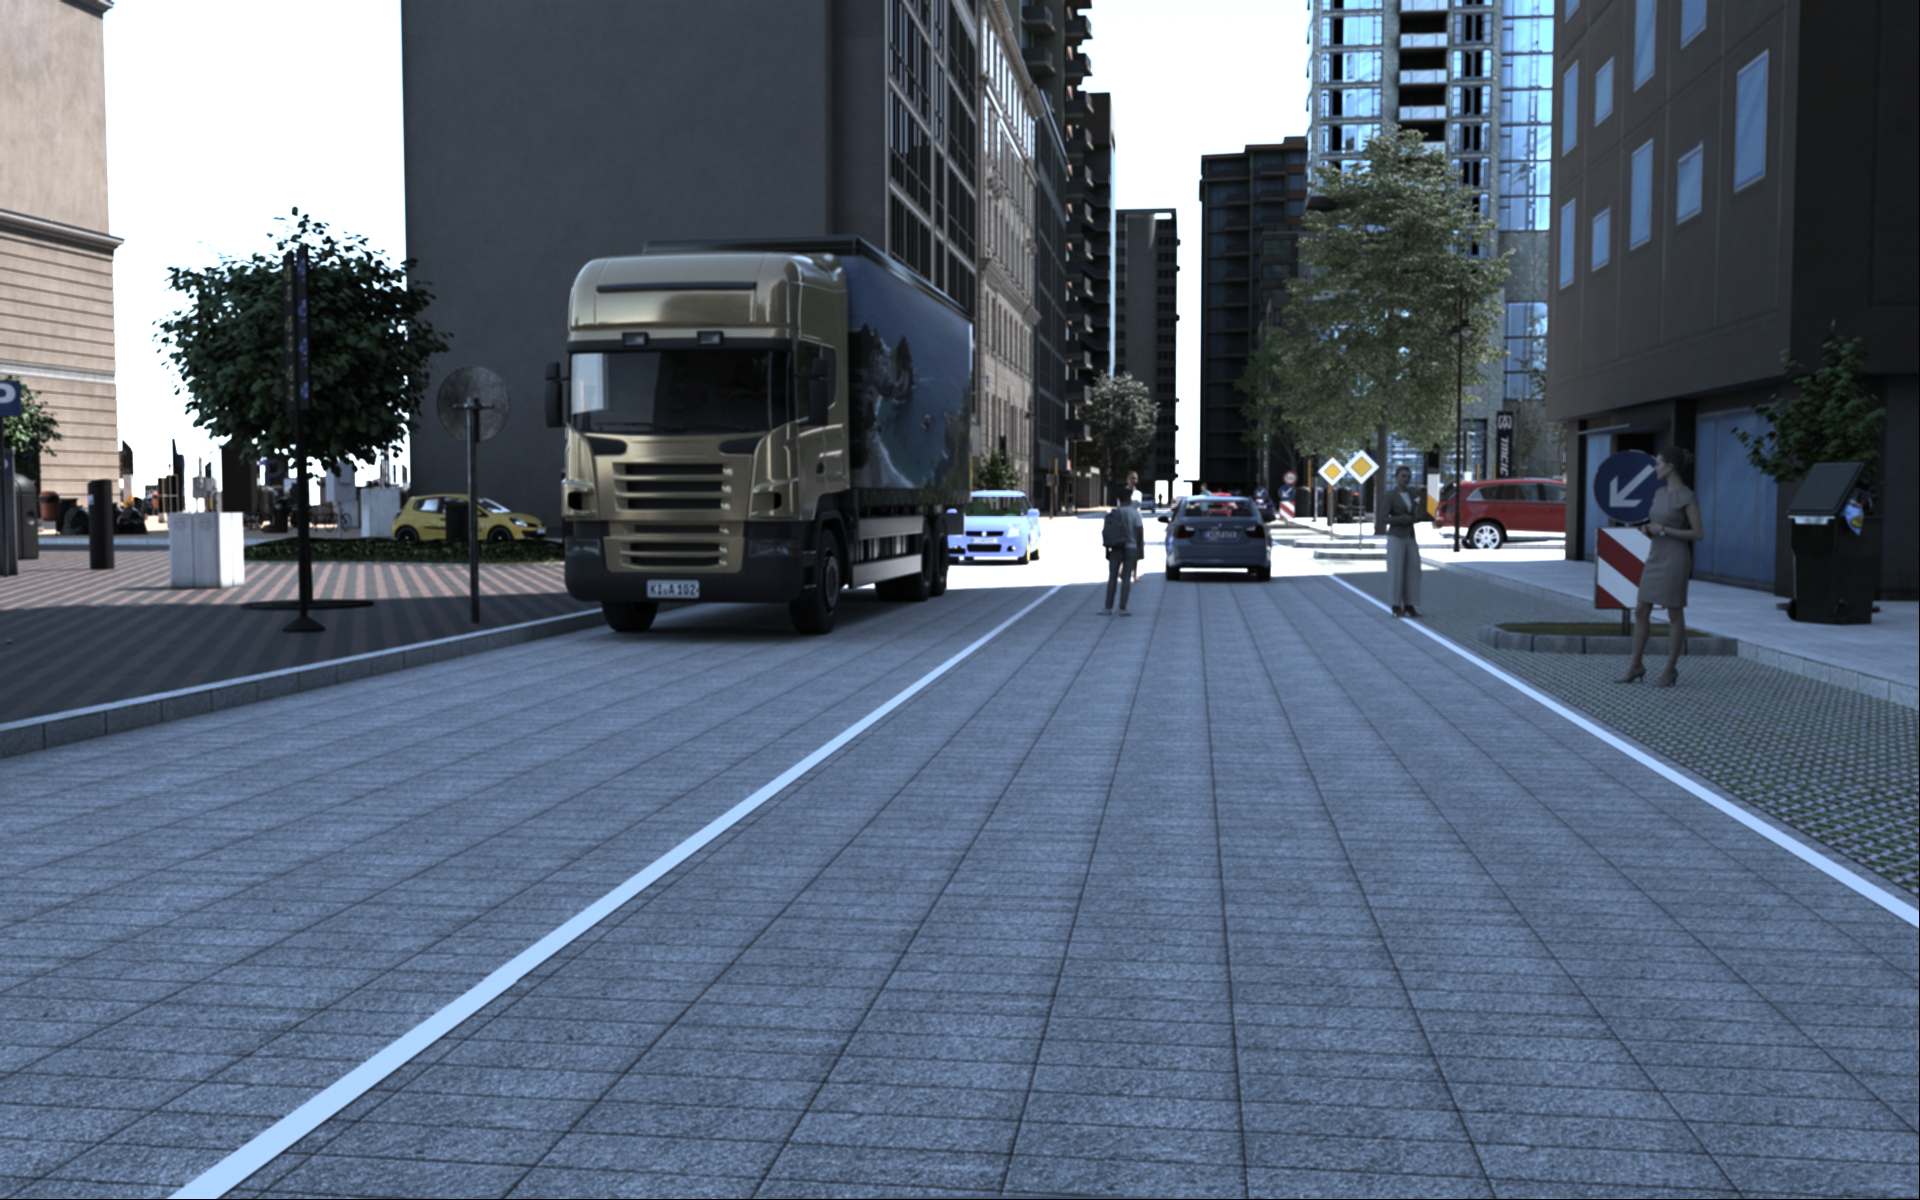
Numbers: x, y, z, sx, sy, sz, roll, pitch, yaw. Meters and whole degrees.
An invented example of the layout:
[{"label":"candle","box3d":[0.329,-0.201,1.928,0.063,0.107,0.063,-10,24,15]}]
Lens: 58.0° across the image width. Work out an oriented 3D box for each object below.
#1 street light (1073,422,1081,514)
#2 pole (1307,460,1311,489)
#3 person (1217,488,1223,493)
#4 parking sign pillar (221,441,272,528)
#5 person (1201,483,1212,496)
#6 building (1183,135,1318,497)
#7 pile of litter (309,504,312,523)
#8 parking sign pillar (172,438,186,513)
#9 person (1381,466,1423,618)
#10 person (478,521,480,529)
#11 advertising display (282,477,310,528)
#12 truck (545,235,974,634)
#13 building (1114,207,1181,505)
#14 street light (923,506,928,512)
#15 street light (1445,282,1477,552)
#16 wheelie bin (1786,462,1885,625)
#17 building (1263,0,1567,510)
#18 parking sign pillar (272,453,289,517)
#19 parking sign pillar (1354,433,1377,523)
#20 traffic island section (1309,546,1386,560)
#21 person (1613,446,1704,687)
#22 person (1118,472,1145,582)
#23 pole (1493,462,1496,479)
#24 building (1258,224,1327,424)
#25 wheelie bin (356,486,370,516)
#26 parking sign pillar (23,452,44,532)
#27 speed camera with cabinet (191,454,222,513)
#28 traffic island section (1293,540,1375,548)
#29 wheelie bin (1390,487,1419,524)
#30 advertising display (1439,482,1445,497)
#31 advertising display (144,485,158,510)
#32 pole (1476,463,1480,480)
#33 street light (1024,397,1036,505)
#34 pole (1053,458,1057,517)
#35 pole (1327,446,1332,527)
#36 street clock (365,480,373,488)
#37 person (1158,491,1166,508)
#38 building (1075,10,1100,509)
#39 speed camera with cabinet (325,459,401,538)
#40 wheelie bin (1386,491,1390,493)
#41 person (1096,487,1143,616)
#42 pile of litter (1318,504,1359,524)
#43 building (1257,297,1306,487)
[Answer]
[{"label":"street light","box3d":[7.512,-8.506,111.856,0.468,5.910,1.993,0,4,8]},{"label":"pole","box3d":[20.697,-6.657,102.681,0.158,3.312,0.155,0,3,0]},{"label":"person","box3d":[17.133,-6.486,114.458,0.656,1.842,0.836,-1,4,-14]},{"label":"parking sign pillar","box3d":[-27.555,-4.756,66.225,1.447,3.967,1.447,1,4,13]},{"label":"person","box3d":[8.844,-3.260,61.826,0.620,1.820,0.660,-2,4,-35]},{"label":"building","box3d":[42.296,-34.233,214.326,28.867,44.769,22.147,0,4,8]},{"label":"pile of litter","box3d":[-29.254,-3.941,78.401,1.719,0.858,1.176,2,4,28]},{"label":"parking sign pillar","box3d":[-37.829,-5.836,83.887,1.447,3.967,1.447,-1,4,-18]},{"label":"person","box3d":[5.133,-0.671,20.026,0.519,1.759,0.362,-2,4,-28]},{"label":"person","box3d":[-12.393,-1.853,43.817,0.505,1.210,0.382,-1,4,-16]},{"label":"advertising display","box3d":[-25.273,-3.716,65.970,0.974,1.923,0.123,-1,4,-9]},{"label":"truck","box3d":[-1.912,-1.976,21.214,2.839,4.237,11.283,1,4,9]},{"label":"building","box3d":[16.192,-32.456,222.538,23.993,40.220,32.217,0,4,8]},{"label":"street light","box3d":[-0.978,-4.634,48.560,0.468,5.910,1.993,0,4,8]},{"label":"street light","box3d":[10.947,-3.988,37.990,0.468,5.910,1.993,0,4,8]},{"label":"wheelie bin","box3d":[8.718,-0.573,17.277,0.693,1.594,0.980,-1,4,-18]},{"label":"building","box3d":[35.774,-50.200,133.448,22.319,86.520,31.000,0,4,8]},{"label":"parking sign pillar","box3d":[-38.175,-6.624,96.781,1.447,3.967,1.447,0,4,7]},{"label":"parking sign pillar","box3d":[18.114,-5.381,76.448,1.447,3.967,1.447,1,4,11]},{"label":"traffic island section","box3d":[8.993,-1.012,38.821,2.009,0.180,2.903,0,4,8]},{"label":"person","box3d":[5.168,-0.242,12.790,0.374,1.781,0.599,-1,4,-17]},{"label":"person","box3d":[2.791,-1.214,28.579,0.478,1.798,0.641,-1,4,-10]},{"label":"pole","box3d":[34.292,-7.170,111.079,0.158,3.312,0.155,0,3,0]},{"label":"building","box3d":[39.230,-25.371,186.509,14.160,30.474,14.107,0,4,8]},{"label":"wheelie bin","box3d":[-23.157,-3.619,67.084,0.693,1.594,0.980,2,4,32]},{"label":"parking sign pillar","box3d":[-31.489,-4.246,57.890,1.447,3.967,1.447,-2,4,-33]},{"label":"speed camera with cabinet","box3d":[-37.221,-5.633,86.428,2.038,3.252,0.660,-2,4,-30]},{"label":"traffic island section","box3d":[10.048,-1.496,46.736,2.009,0.180,2.903,0,4,8]},{"label":"wheelie bin","box3d":[19.256,-4.077,74.574,0.980,1.594,0.693,-1,4,-16]},{"label":"advertising display","box3d":[26.280,-5.537,95.742,0.974,1.923,0.123,1,4,15]},{"label":"advertising display","box3d":[-54.800,-6.864,117.434,0.974,1.923,0.123,0,4,8]},{"label":"pole","box3d":[34.383,-7.413,115.051,0.158,3.312,0.155,0,3,0]},{"label":"street light","box3d":[3.265,-6.614,80.934,0.468,5.910,1.993,0,4,8]},{"label":"pole","box3d":[5.428,-6.400,98.482,0.158,3.312,0.155,0,3,0]},{"label":"pole","box3d":[14.592,-4.552,68.266,0.158,3.312,0.155,0,3,0]},{"label":"street clock","box3d":[-30.250,-5.143,88.651,0.358,2.002,0.471,-3,5,-39]},{"label":"person","box3d":[20.824,-10.372,178.610,0.750,1.759,0.617,-1,4,-17]},{"label":"building","box3d":[2.814,-44.321,162.892,20.563,71.187,20.611,0,4,8]},{"label":"speed camera with cabinet","box3d":[-17.300,-3.416,50.194,0.660,3.252,2.038,3,5,44]},{"label":"wheelie bin","box3d":[27.695,-6.326,111.332,0.693,1.594,0.980,1,4,22]},{"label":"person","box3d":[1.878,-0.571,20.424,0.503,1.515,0.523,-1,4,-19]},{"label":"pile of litter","box3d":[16.332,-3.715,74.699,1.719,0.858,1.176,1,4,21]},{"label":"building","box3d":[42.846,-19.548,164.650,27.650,21.520,28.899,0,4,8]}]
